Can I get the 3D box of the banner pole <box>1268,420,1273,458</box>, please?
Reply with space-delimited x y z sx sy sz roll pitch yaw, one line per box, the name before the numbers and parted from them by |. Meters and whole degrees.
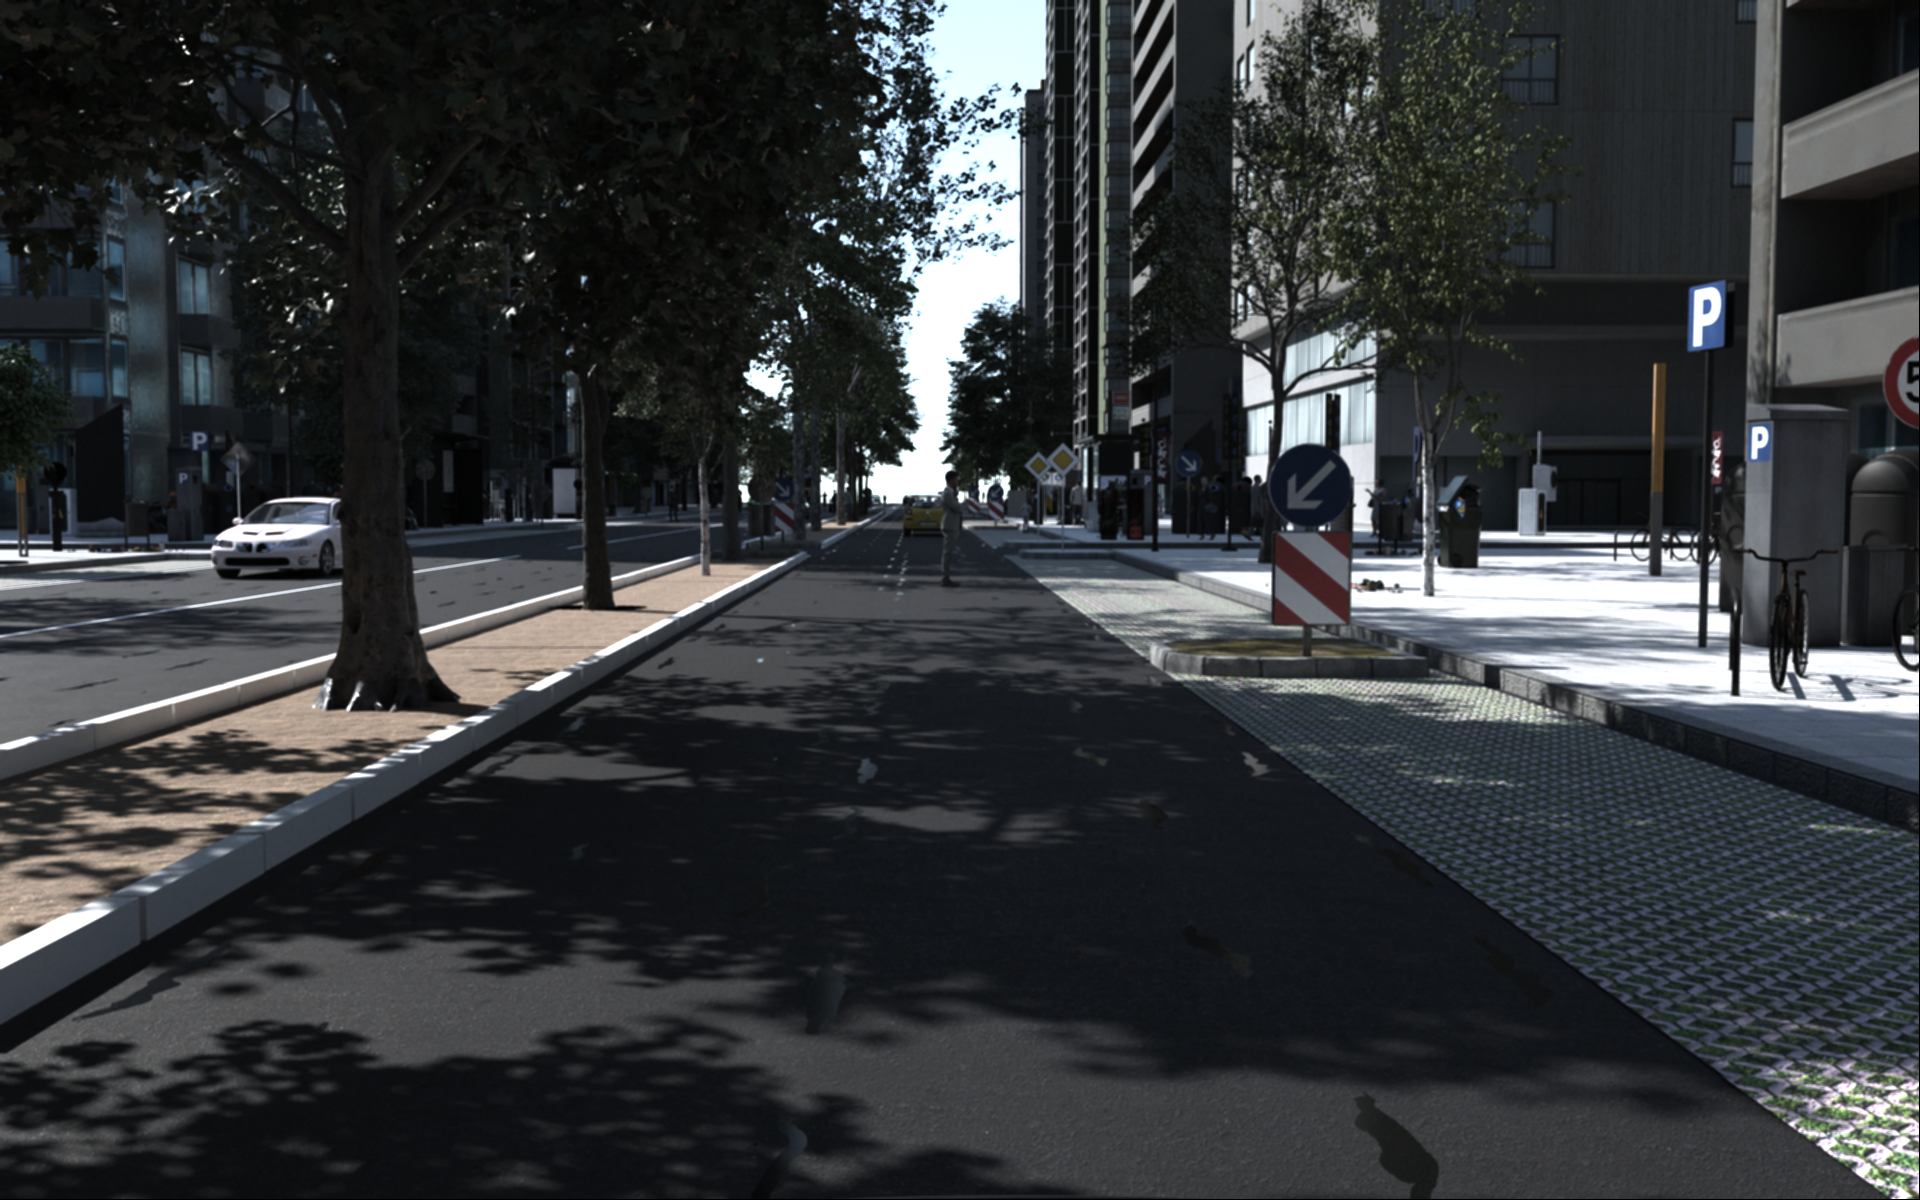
banner pole | 10.472 -4.184 58.420 0.401 3.779 0.863 0 4 4

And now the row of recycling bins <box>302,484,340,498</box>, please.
row of recycling bins | -27.431 -4.168 75.261 1.069 1.692 3.534 1 4 10

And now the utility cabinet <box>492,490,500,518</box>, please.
utility cabinet | -24.943 -5.157 92.998 0.318 1.500 1.173 -1 4 -19

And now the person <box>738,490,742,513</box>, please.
person | -16.866 -7.496 131.790 0.721 1.736 1.217 0 4 -4

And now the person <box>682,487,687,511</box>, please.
person | -20.915 -7.663 131.462 0.705 1.807 1.348 -1 4 -18

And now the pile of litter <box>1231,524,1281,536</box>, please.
pile of litter | 9.152 -2.405 53.293 1.719 0.858 1.176 0 4 7

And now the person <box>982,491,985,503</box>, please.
person | 3.391 -14.765 247.897 0.683 1.767 0.568 3 5 39

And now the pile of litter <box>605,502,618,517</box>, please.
pile of litter | -19.990 -5.161 98.344 1.176 0.858 1.719 0 4 -3

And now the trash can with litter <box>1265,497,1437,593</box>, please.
trash can with litter | 5.230 -0.758 23.447 1.678 1.210 2.233 -1 4 -11

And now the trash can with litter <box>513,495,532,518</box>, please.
trash can with litter | -23.158 -4.901 91.182 2.233 1.210 1.678 2 4 28

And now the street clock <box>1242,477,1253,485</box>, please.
street clock | 11.820 -4.091 71.454 0.471 2.002 0.358 1 4 8

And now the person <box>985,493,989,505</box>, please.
person | 3.286 -12.125 207.550 0.557 1.426 1.065 -2 4 -24

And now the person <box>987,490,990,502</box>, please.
person | 3.544 -12.694 213.547 0.705 1.831 1.348 -2 4 -24

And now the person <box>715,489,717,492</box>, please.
person | -27.094 -11.379 192.172 0.705 1.814 1.350 0 4 -1

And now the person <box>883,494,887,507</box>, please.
person | -8.172 -10.751 187.466 0.628 1.438 0.799 -2 4 -28

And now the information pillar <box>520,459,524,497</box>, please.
information pillar | -27.775 -7.249 109.876 0.183 3.616 0.504 -2 4 -31

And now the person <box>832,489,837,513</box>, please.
person | -9.670 -7.625 133.193 0.705 1.821 1.348 -1 4 -15

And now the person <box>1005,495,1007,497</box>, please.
person | 5.094 -10.305 175.233 1.217 1.736 0.721 -2 4 -25

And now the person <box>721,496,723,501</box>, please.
person | -17.349 -7.312 128.768 1.217 1.736 0.721 3 4 36

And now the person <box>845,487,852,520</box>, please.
person | -6.168 -5.235 93.952 0.748 1.841 0.638 -2 4 -28

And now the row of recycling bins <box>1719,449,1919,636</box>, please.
row of recycling bins | 8.663 -0.627 17.360 1.069 1.692 3.534 0 4 0

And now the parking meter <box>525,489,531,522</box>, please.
parking meter | -20.194 -4.424 80.744 0.372 1.533 0.369 0 3 0

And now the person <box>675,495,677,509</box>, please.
person | -25.168 -8.774 152.734 0.421 1.427 0.697 3 4 36

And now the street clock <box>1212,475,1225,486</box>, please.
street clock | 9.967 -3.809 66.846 0.471 2.002 0.358 -2 4 -34

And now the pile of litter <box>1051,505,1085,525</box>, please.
pile of litter | 4.600 -3.566 72.271 1.176 0.858 1.719 -3 4 -37

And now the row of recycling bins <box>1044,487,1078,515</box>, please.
row of recycling bins | 6.477 -6.000 105.211 3.534 1.692 1.069 3 4 39

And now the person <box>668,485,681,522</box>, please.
person | -14.891 -5.028 90.072 0.474 1.900 0.648 -3 5 -44

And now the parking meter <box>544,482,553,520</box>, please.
parking meter | -20.686 -4.976 87.062 0.255 1.863 0.399 2 4 27

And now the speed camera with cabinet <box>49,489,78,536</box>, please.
speed camera with cabinet | -26.900 -3.583 52.916 2.038 3.252 0.660 1 4 23

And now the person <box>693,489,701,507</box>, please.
person | -25.922 -10.156 172.117 1.348 1.821 0.705 -2 4 -32

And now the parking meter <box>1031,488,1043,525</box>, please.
parking meter | 3.278 -3.901 72.198 0.372 1.533 0.369 0 3 0

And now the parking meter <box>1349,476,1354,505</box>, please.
parking meter | 11.156 -2.708 49.987 0.255 1.863 0.399 3 5 45

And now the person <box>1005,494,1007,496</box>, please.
person | 7.387 -15.508 259.741 1.348 1.807 0.705 -1 4 -23

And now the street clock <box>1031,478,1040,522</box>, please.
street clock | 3.476 -4.572 79.320 0.358 2.002 0.471 2 4 31

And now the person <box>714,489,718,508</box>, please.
person | -22.799 -9.441 161.320 0.530 1.710 0.541 0 4 6

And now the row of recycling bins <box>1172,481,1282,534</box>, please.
row of recycling bins | 8.571 -2.970 55.671 3.534 1.692 1.069 1 4 12

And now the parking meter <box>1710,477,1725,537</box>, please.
parking meter | 22.694 -2.820 51.811 0.399 1.863 0.255 2 4 26

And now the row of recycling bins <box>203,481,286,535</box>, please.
row of recycling bins | -23.523 -2.998 56.135 1.069 1.692 3.534 2 4 33

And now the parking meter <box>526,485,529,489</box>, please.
parking meter | -27.933 -6.467 111.452 0.399 1.863 0.255 3 5 42

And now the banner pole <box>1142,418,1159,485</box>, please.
banner pole | 6.215 -4.098 57.021 0.863 3.779 0.401 3 5 44

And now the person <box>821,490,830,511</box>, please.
person | -11.535 -8.450 147.181 1.217 1.766 0.721 2 4 25

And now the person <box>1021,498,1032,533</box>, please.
person | 2.421 -3.086 63.242 0.425 1.301 0.394 0 4 1

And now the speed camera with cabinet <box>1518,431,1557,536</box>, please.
speed camera with cabinet | 17.947 -3.633 53.743 0.660 3.252 2.038 2 4 35

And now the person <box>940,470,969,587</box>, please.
person | -0.083 -1.112 26.867 0.466 1.800 0.511 -1 4 -10

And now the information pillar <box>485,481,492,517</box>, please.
information pillar | -26.893 -5.770 98.834 0.304 2.012 0.304 -1 4 -8

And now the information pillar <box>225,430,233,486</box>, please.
information pillar | -26.771 -4.412 63.492 0.183 3.616 0.504 0 4 -5

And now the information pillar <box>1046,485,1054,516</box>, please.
information pillar | 5.313 -6.805 102.621 0.183 3.616 0.504 -3 4 -38

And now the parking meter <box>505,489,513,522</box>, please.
parking meter | -20.990 -4.416 80.607 0.372 1.533 0.369 0 3 0

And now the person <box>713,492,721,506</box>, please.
person | -24.565 -10.234 174.198 1.217 1.723 0.721 1 4 10

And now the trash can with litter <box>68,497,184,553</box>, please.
trash can with litter | -18.627 -1.679 38.503 2.233 1.210 1.678 0 4 2

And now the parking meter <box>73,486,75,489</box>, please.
parking meter | -28.529 -2.920 56.154 0.372 1.533 0.369 0 3 0

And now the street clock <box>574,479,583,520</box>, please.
street clock | -18.824 -4.956 85.594 0.471 2.002 0.358 1 4 18

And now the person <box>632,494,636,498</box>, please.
person | -28.576 -9.071 154.343 1.348 1.826 0.705 -2 4 -31

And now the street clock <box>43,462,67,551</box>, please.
street clock | -20.283 -2.097 38.864 0.471 2.002 0.358 -2 4 -30
